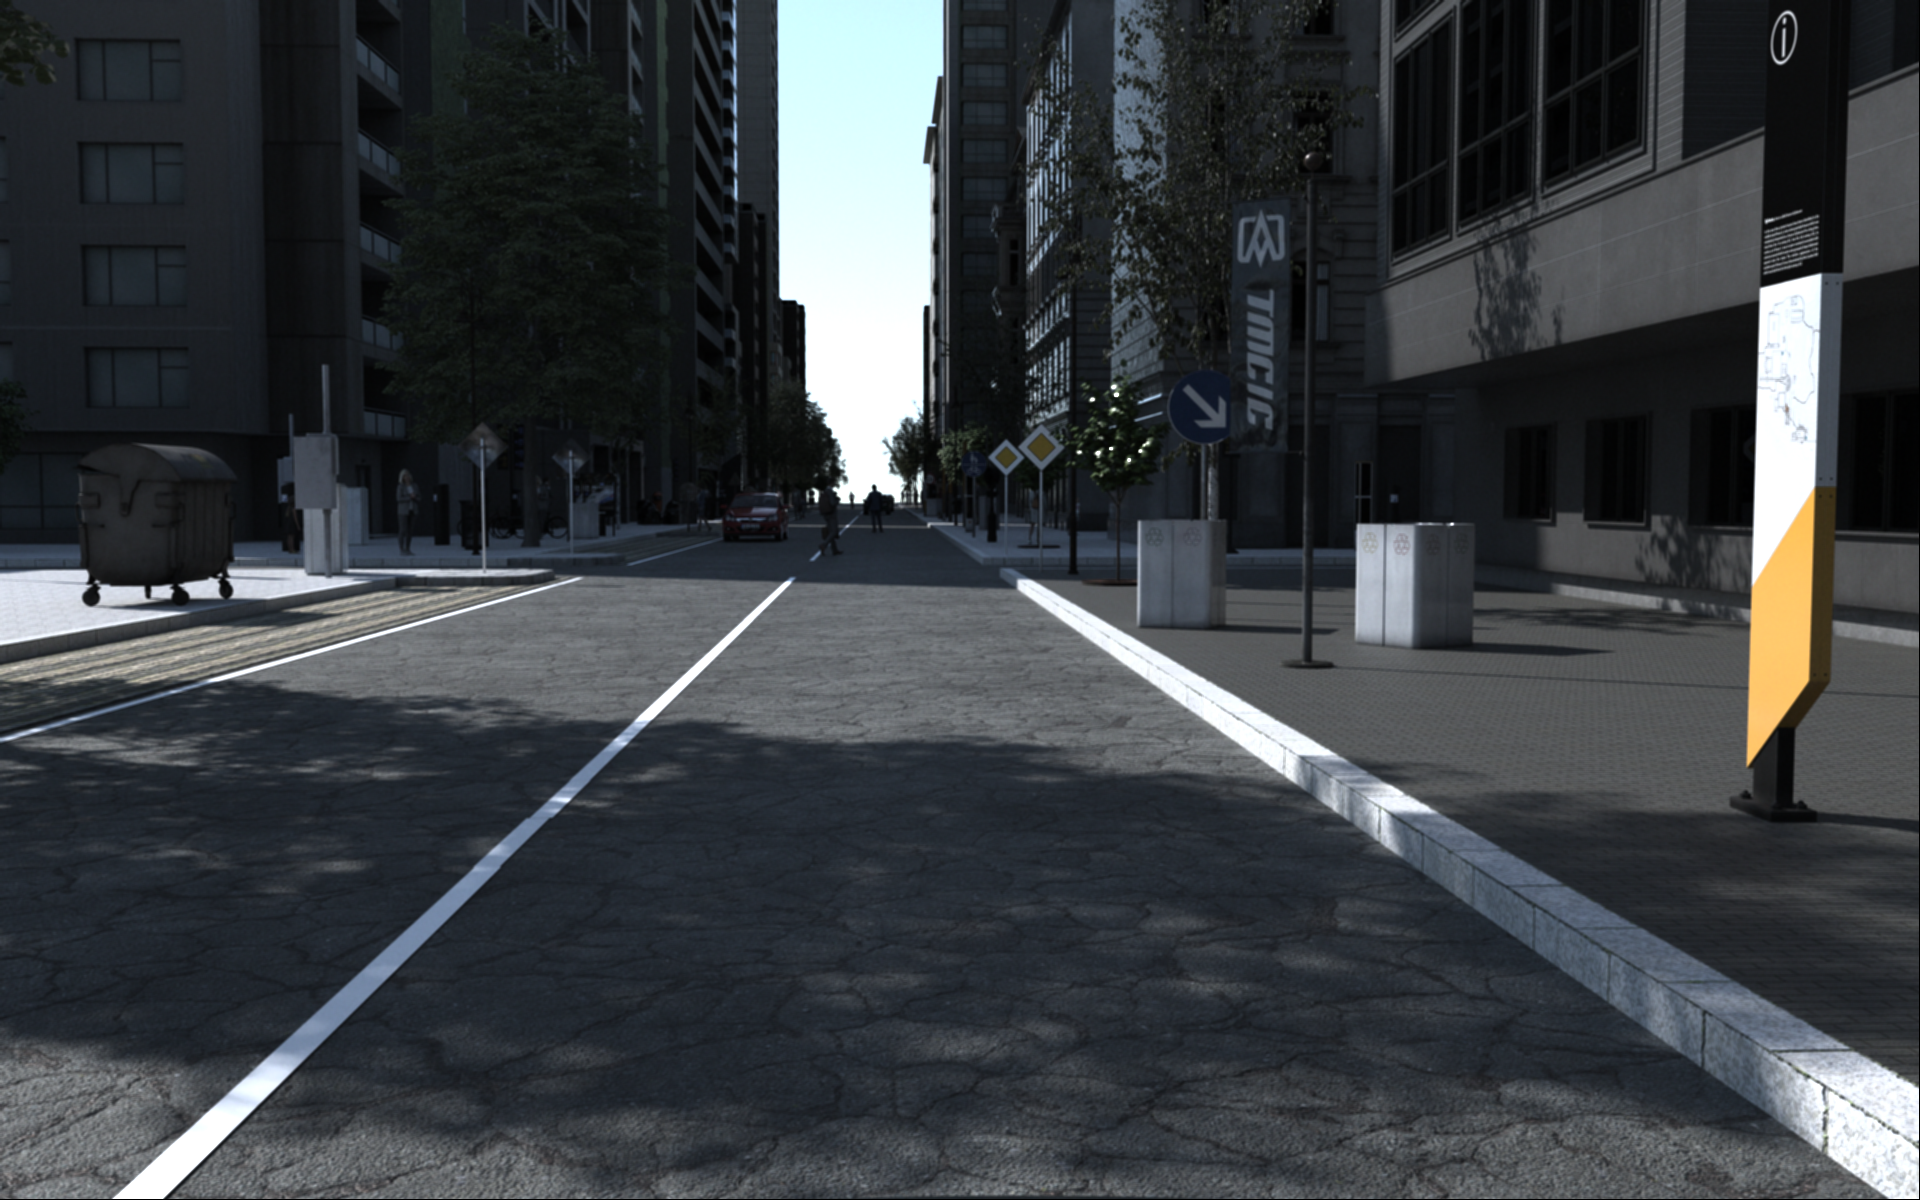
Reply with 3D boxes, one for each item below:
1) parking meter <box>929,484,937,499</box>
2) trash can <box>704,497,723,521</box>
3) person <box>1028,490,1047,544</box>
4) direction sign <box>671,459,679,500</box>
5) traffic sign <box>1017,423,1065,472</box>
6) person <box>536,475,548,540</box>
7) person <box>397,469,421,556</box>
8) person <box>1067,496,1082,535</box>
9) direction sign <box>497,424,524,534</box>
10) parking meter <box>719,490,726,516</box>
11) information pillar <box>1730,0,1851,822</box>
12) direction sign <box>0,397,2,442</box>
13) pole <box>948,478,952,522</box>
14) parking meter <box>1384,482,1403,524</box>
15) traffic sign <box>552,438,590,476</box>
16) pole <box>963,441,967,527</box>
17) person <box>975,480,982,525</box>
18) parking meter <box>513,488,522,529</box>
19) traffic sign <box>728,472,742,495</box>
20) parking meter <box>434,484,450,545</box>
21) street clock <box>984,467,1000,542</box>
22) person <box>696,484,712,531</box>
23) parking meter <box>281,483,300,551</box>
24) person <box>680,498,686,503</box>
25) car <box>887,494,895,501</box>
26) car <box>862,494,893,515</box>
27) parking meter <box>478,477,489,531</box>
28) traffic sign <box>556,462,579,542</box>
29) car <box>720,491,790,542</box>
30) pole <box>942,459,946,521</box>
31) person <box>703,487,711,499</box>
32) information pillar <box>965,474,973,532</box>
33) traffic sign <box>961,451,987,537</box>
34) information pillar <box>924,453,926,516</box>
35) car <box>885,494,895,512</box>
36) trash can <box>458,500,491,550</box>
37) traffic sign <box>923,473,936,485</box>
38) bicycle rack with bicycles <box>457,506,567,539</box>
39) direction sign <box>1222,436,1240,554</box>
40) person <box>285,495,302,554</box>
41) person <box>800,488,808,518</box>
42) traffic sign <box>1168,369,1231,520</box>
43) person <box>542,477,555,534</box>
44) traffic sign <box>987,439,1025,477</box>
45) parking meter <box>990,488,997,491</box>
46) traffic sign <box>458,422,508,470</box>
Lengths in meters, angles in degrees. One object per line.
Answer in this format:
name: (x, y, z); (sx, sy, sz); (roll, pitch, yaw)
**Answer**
parking meter: (-1.564, -5.739, 99.540); (0.399, 1.863, 0.255); (-3, 5, -44)
trash can: (-12.184, -4.434, 84.157); (0.748, 1.137, 0.748); (0, 3, 0)
person: (1.965, -2.273, 44.202); (0.512, 1.701, 0.522); (1, 4, 10)
direction sign: (-18.308, -7.266, 110.791); (0.876, 3.537, 0.379); (3, 5, 39)
traffic sign: (1.353, -1.605, 28.435); (0.795, 2.593, 0.064); (0, 4, -3)
person: (-11.776, -2.577, 48.364); (0.537, 1.800, 0.526); (0, 4, 4)
person: (-11.472, -1.829, 36.125); (0.537, 1.800, 0.526); (-3, 4, -38)
person: (3.568, -2.610, 53.736); (0.382, 1.210, 0.505); (3, 5, 41)
direction sign: (-14.479, -3.907, 55.883); (0.876, 3.537, 0.379); (-2, 4, -33)
parking meter: (-14.210, -5.822, 103.601); (0.372, 1.533, 0.369); (0, 3, 0)
information pillar: (3.255, -0.941, 6.745); (0.183, 3.616, 0.504); (0, 4, -2)
direction sign: (-14.775, -2.082, 26.041); (0.876, 3.537, 0.379); (1, 4, 13)
pole: (-0.444, -5.268, 79.980); (0.158, 3.312, 0.155); (0, 3, 0)
parking meter: (9.228, -1.742, 36.895); (0.372, 1.533, 0.369); (0, 3, 0)
traffic sign: (-8.094, -2.069, 36.022); (0.795, 2.593, 0.064); (0, 4, -3)
pole: (0.192, -4.457, 66.716); (0.158, 3.312, 0.155); (0, 3, 0)
person: (0.700, -4.034, 71.810); (0.447, 1.846, 0.655); (-1, 4, -12)
parking meter: (-16.177, -3.347, 63.141); (0.372, 1.533, 0.369); (0, 3, 0)
traffic sign: (-13.236, -6.234, 101.936); (0.884, 2.594, 0.081); (0, 4, 4)
parking meter: (-13.033, -2.149, 43.553); (0.372, 1.533, 0.369); (0, 3, 0)
street clock: (0.857, -2.550, 46.264); (0.358, 2.002, 0.471); (-2, 4, -30)
person: (-9.597, -3.430, 64.603); (0.654, 1.822, 0.581); (0, 4, -4)
parking meter: (-15.020, -1.862, 38.850); (0.372, 1.533, 0.369); (0, 3, 0)
person: (-17.342, -6.256, 108.171); (0.795, 1.843, 0.661); (-2, 4, -31)
car: (-9.301, -12.985, 222.093); (2.009, 1.686, 4.222); (0, 4, -1)
car: (-5.797, -6.692, 121.205); (2.131, 1.459, 4.920); (0, 4, -1)
parking meter: (-16.760, -3.368, 60.777); (0.399, 1.863, 0.255); (-1, 4, -19)
traffic sign: (-10.505, -2.706, 46.373); (0.606, 2.300, 0.079); (0, 3, 0)
car: (-6.311, -2.728, 53.636); (2.155, 1.783, 4.494); (0, 4, -2)
pole: (-0.763, -5.462, 83.152); (0.158, 3.312, 0.155); (0, 3, 0)
person: (-15.424, -6.063, 105.300); (0.709, 1.813, 0.853); (-3, 4, -37)
information pillar: (0.323, -3.298, 58.413); (0.304, 2.012, 0.304); (0, 4, -3)
traffic sign: (0.411, -3.127, 51.236); (0.768, 2.556, 0.104); (0, 4, 1)
information pillar: (-2.017, -6.619, 99.570); (0.183, 3.616, 0.504); (0, 4, -7)
car: (-6.321, -7.956, 142.076); (2.014, 1.417, 4.499); (0, 4, -4)
trash can: (-11.176, -1.727, 39.893); (0.748, 1.137, 0.748); (0, 3, 0)
traffic sign: (-1.795, -6.262, 102.496); (0.768, 2.556, 0.104); (0, 4, 6)
bicycle rack with bicycles: (-12.859, -2.268, 50.471); (2.925, 0.926, 2.852); (0, 4, 2)
direction sign: (5.836, -2.771, 37.302); (0.379, 3.537, 0.876); (2, 4, 34)
person: (-14.317, -1.620, 37.207); (0.373, 1.253, 0.362); (-3, 5, -41)
person: (-9.446, -5.894, 104.872); (0.555, 1.821, 0.388); (1, 4, 14)
traffic sign: (2.514, -1.082, 17.804); (0.768, 2.556, 0.104); (0, 4, 6)
person: (-13.406, -3.091, 56.386); (0.447, 1.846, 0.655); (0, 4, 4)
traffic sign: (0.992, -2.093, 36.412); (0.795, 2.593, 0.064); (0, 4, -3)
parking meter: (1.478, -4.266, 78.163); (0.372, 1.533, 0.369); (0, 3, 0)
traffic sign: (-7.732, -1.581, 28.045); (0.795, 2.593, 0.064); (0, 4, -3)
